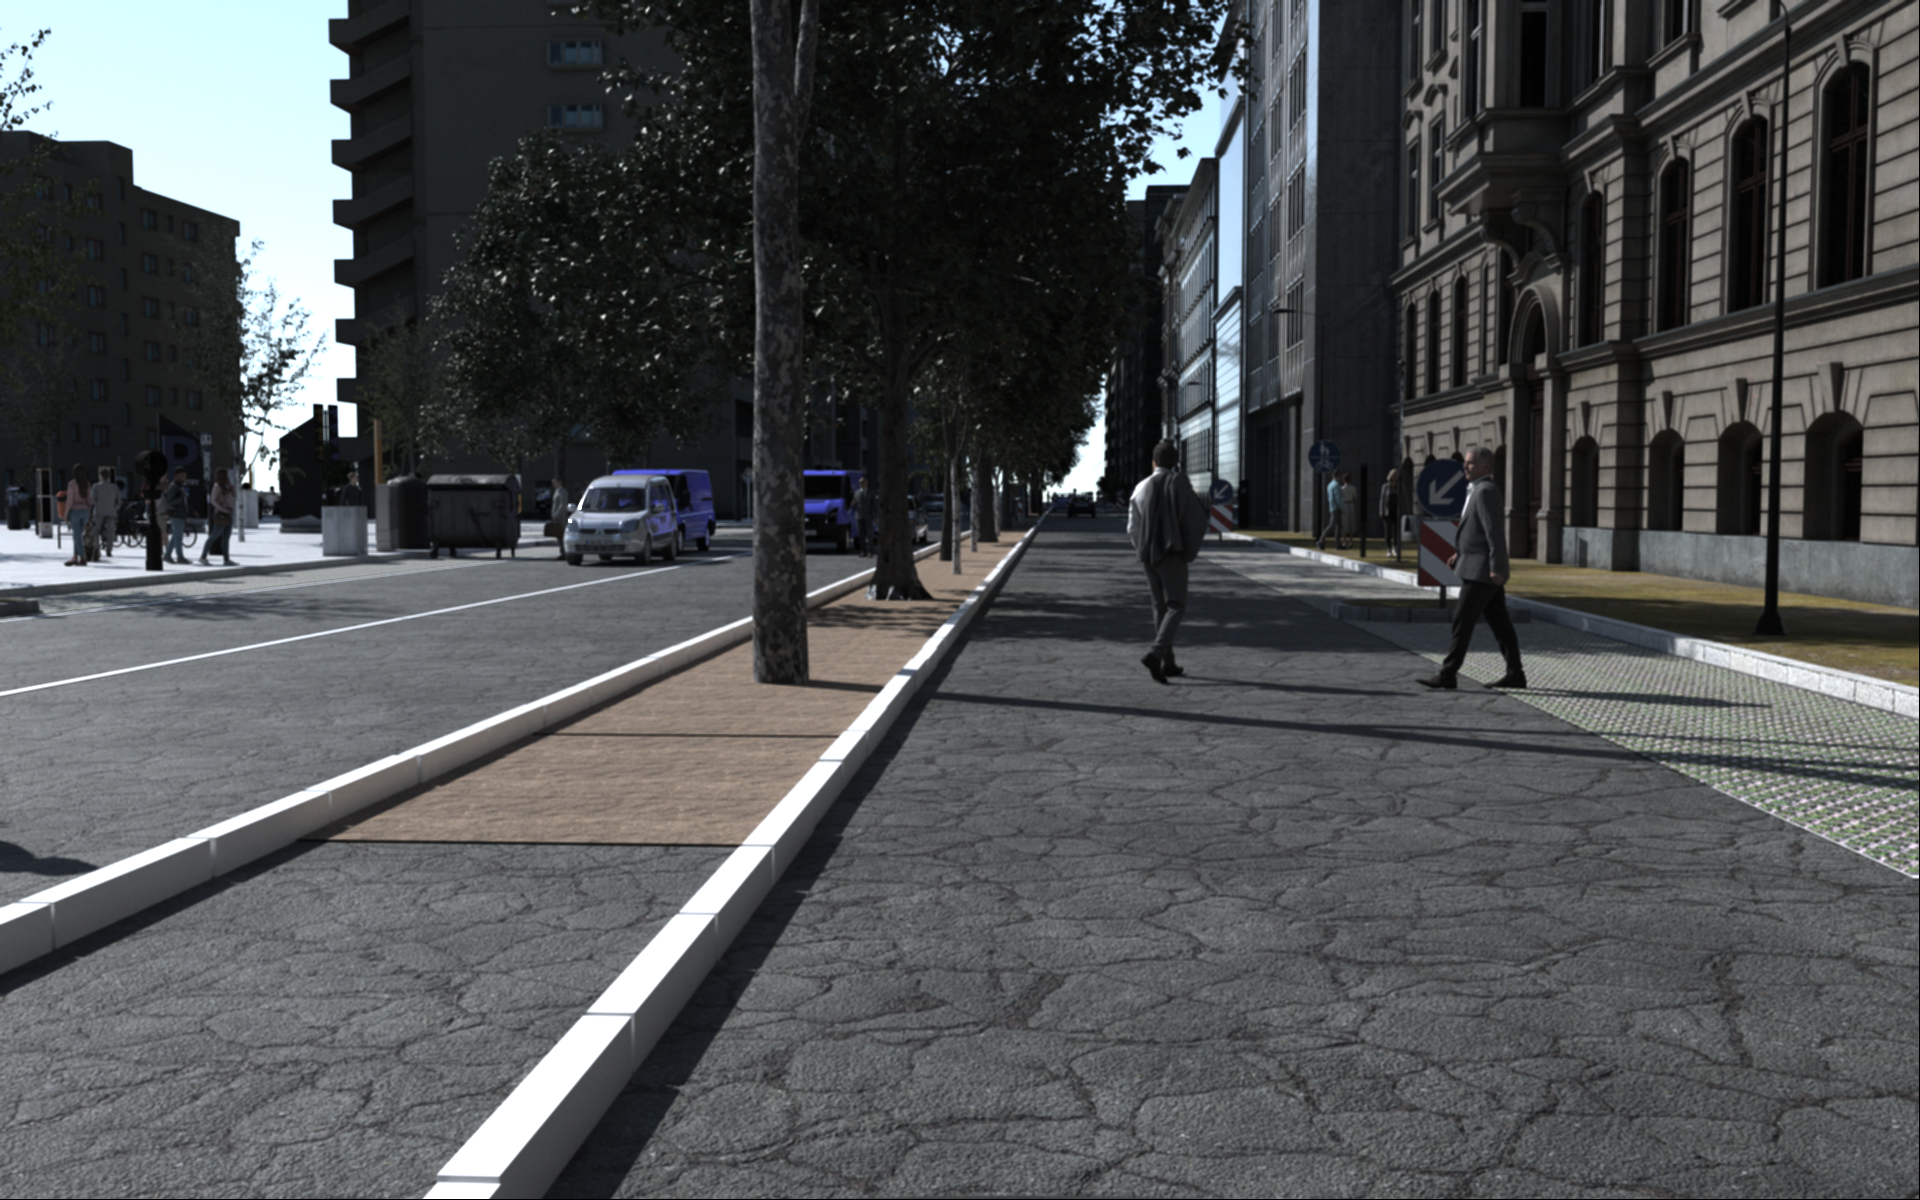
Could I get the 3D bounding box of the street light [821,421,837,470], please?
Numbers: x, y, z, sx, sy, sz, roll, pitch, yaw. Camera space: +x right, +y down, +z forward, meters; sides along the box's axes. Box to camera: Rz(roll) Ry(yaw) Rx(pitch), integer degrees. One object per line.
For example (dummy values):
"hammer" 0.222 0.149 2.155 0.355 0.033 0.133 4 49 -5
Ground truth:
"street light" -8.198 -8.376 109.496 1.470 5.913 1.316 0 4 3

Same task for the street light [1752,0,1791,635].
"street light" 6.896 -2.643 15.748 1.470 5.913 1.316 0 4 3

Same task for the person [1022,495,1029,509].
"person" 5.974 -9.061 157.196 0.990 1.755 0.434 -1 4 -10

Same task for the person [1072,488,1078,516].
"person" 7.500 -6.317 111.986 0.583 1.804 0.606 0 4 8

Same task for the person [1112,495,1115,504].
"person" 20.263 -13.396 225.779 0.721 1.735 1.217 -3 4 -36

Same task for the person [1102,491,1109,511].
"person" 11.937 -8.145 142.511 0.563 1.720 0.643 1 4 18

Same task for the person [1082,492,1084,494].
"person" 15.199 -12.506 213.781 0.445 1.727 0.742 -1 4 -10

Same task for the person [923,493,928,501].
"person" -4.117 -11.883 203.515 0.799 1.438 0.628 -3 5 -39

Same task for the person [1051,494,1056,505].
"person" 12.419 -13.359 230.150 0.697 1.427 0.421 0 4 3

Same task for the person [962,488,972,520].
"person" 0.420 -5.286 95.268 0.623 1.781 0.721 -1 4 -9

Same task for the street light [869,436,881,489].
"street light" -6.663 -10.078 137.320 1.470 5.913 1.316 0 4 3

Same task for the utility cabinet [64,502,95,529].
"utility cabinet" -31.871 -3.164 62.894 1.020 1.237 0.306 1 4 8

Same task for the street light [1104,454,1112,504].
"street light" 17.941 -14.060 202.424 1.470 5.913 1.316 0 4 3

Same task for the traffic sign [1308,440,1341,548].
"traffic sign" 8.610 -2.499 40.972 0.768 2.556 0.104 1 4 11

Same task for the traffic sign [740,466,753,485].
"traffic sign" -8.922 -4.332 73.019 0.795 2.593 0.064 0 4 3

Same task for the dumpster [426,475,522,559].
"dumpster" -10.837 -1.861 38.640 1.865 1.857 1.264 0 4 4

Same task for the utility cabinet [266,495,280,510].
"utility cabinet" -55.393 -7.860 139.676 1.020 1.237 0.306 0 4 5

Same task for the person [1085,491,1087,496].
"person" 18.656 -15.265 258.100 0.705 1.822 1.348 -1 4 -19

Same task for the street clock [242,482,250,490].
"street clock" -43.926 -6.241 106.609 0.471 2.002 0.358 -2 4 -24

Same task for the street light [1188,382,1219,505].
"street light" 10.128 -6.073 71.827 1.470 5.913 1.316 0 4 3

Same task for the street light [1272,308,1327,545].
"street light" 8.506 -4.336 43.433 1.470 5.913 1.316 0 4 3

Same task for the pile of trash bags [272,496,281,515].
"pile of trash bags" -41.675 -6.024 108.250 1.912 1.369 3.447 -3 4 -39

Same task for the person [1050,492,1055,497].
"person" 16.403 -17.939 301.808 1.348 1.824 0.705 0 4 4

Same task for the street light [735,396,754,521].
"street light" -9.892 -6.651 81.285 1.470 5.913 1.316 0 4 3

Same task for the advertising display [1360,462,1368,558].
"advertising display" 8.234 -1.841 35.317 0.123 1.923 0.974 1 4 14

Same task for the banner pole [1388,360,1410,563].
"banner pole" 8.212 -2.584 32.272 0.401 3.779 0.863 1 4 12

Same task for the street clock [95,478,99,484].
"street clock" -37.449 -4.345 75.604 0.358 2.002 0.471 3 4 37

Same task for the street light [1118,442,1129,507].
"street light" 15.109 -11.120 154.348 1.470 5.913 1.316 0 4 3

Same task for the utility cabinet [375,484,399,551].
"utility cabinet" -12.811 -1.840 38.768 0.318 1.500 1.173 -1 4 -10

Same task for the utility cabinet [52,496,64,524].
"utility cabinet" -38.865 -3.877 74.544 0.306 1.237 1.020 0 4 -1

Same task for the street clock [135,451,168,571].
"street clock" -13.524 -1.495 29.016 0.358 2.002 0.471 2 4 28

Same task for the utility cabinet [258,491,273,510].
"utility cabinet" -56.645 -8.107 141.221 1.173 1.500 0.318 -1 4 -21

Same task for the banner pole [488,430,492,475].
"banner pole" -18.395 -4.767 67.962 0.401 3.779 0.863 -1 4 -10

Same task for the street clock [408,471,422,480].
"street clock" -17.433 -3.110 55.411 0.471 2.002 0.358 3 5 39

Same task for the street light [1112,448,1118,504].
"street light" 16.381 -12.367 174.736 1.470 5.913 1.316 0 4 3

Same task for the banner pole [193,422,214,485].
"banner pole" -26.445 -4.310 60.485 0.863 3.779 0.401 0 4 6

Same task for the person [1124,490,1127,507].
"person" 16.934 -10.415 177.034 0.721 1.736 1.217 1 4 12

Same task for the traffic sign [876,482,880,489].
"traffic sign" -6.507 -8.498 141.064 0.606 2.300 0.079 0 4 4

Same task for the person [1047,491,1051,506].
"person" 10.478 -12.017 205.052 0.705 1.814 1.350 -1 4 -11

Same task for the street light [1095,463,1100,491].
"street light" 21.259 -17.449 257.837 1.470 5.913 1.316 0 4 3

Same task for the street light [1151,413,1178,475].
"street light" 11.850 -7.724 98.826 1.470 5.913 1.316 0 4 3

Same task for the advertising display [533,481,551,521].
"advertising display" -19.924 -4.737 82.662 0.123 1.923 0.974 3 4 36

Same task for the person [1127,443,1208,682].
"person" 1.609 -0.293 13.389 0.679 1.850 0.850 2 4 31

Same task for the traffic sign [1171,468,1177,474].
"traffic sign" 8.740 -4.267 71.953 0.795 2.593 0.064 0 4 3

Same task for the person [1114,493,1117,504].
"person" 20.018 -13.235 222.435 0.705 1.824 1.348 1 4 17

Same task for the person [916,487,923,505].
"person" -2.228 -5.130 92.655 0.520 1.790 0.573 2 4 29

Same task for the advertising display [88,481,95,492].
"advertising display" -43.968 -5.026 87.395 0.974 1.923 0.123 -1 4 -22

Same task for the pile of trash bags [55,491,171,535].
"pile of trash bags" -29.267 -3.049 59.609 1.912 1.369 3.447 3 5 44

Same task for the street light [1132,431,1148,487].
"street light" 13.432 -9.427 126.667 1.470 5.913 1.316 0 4 3

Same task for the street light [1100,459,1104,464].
"street light" 19.698 -15.789 230.682 1.470 5.913 1.316 0 4 3
